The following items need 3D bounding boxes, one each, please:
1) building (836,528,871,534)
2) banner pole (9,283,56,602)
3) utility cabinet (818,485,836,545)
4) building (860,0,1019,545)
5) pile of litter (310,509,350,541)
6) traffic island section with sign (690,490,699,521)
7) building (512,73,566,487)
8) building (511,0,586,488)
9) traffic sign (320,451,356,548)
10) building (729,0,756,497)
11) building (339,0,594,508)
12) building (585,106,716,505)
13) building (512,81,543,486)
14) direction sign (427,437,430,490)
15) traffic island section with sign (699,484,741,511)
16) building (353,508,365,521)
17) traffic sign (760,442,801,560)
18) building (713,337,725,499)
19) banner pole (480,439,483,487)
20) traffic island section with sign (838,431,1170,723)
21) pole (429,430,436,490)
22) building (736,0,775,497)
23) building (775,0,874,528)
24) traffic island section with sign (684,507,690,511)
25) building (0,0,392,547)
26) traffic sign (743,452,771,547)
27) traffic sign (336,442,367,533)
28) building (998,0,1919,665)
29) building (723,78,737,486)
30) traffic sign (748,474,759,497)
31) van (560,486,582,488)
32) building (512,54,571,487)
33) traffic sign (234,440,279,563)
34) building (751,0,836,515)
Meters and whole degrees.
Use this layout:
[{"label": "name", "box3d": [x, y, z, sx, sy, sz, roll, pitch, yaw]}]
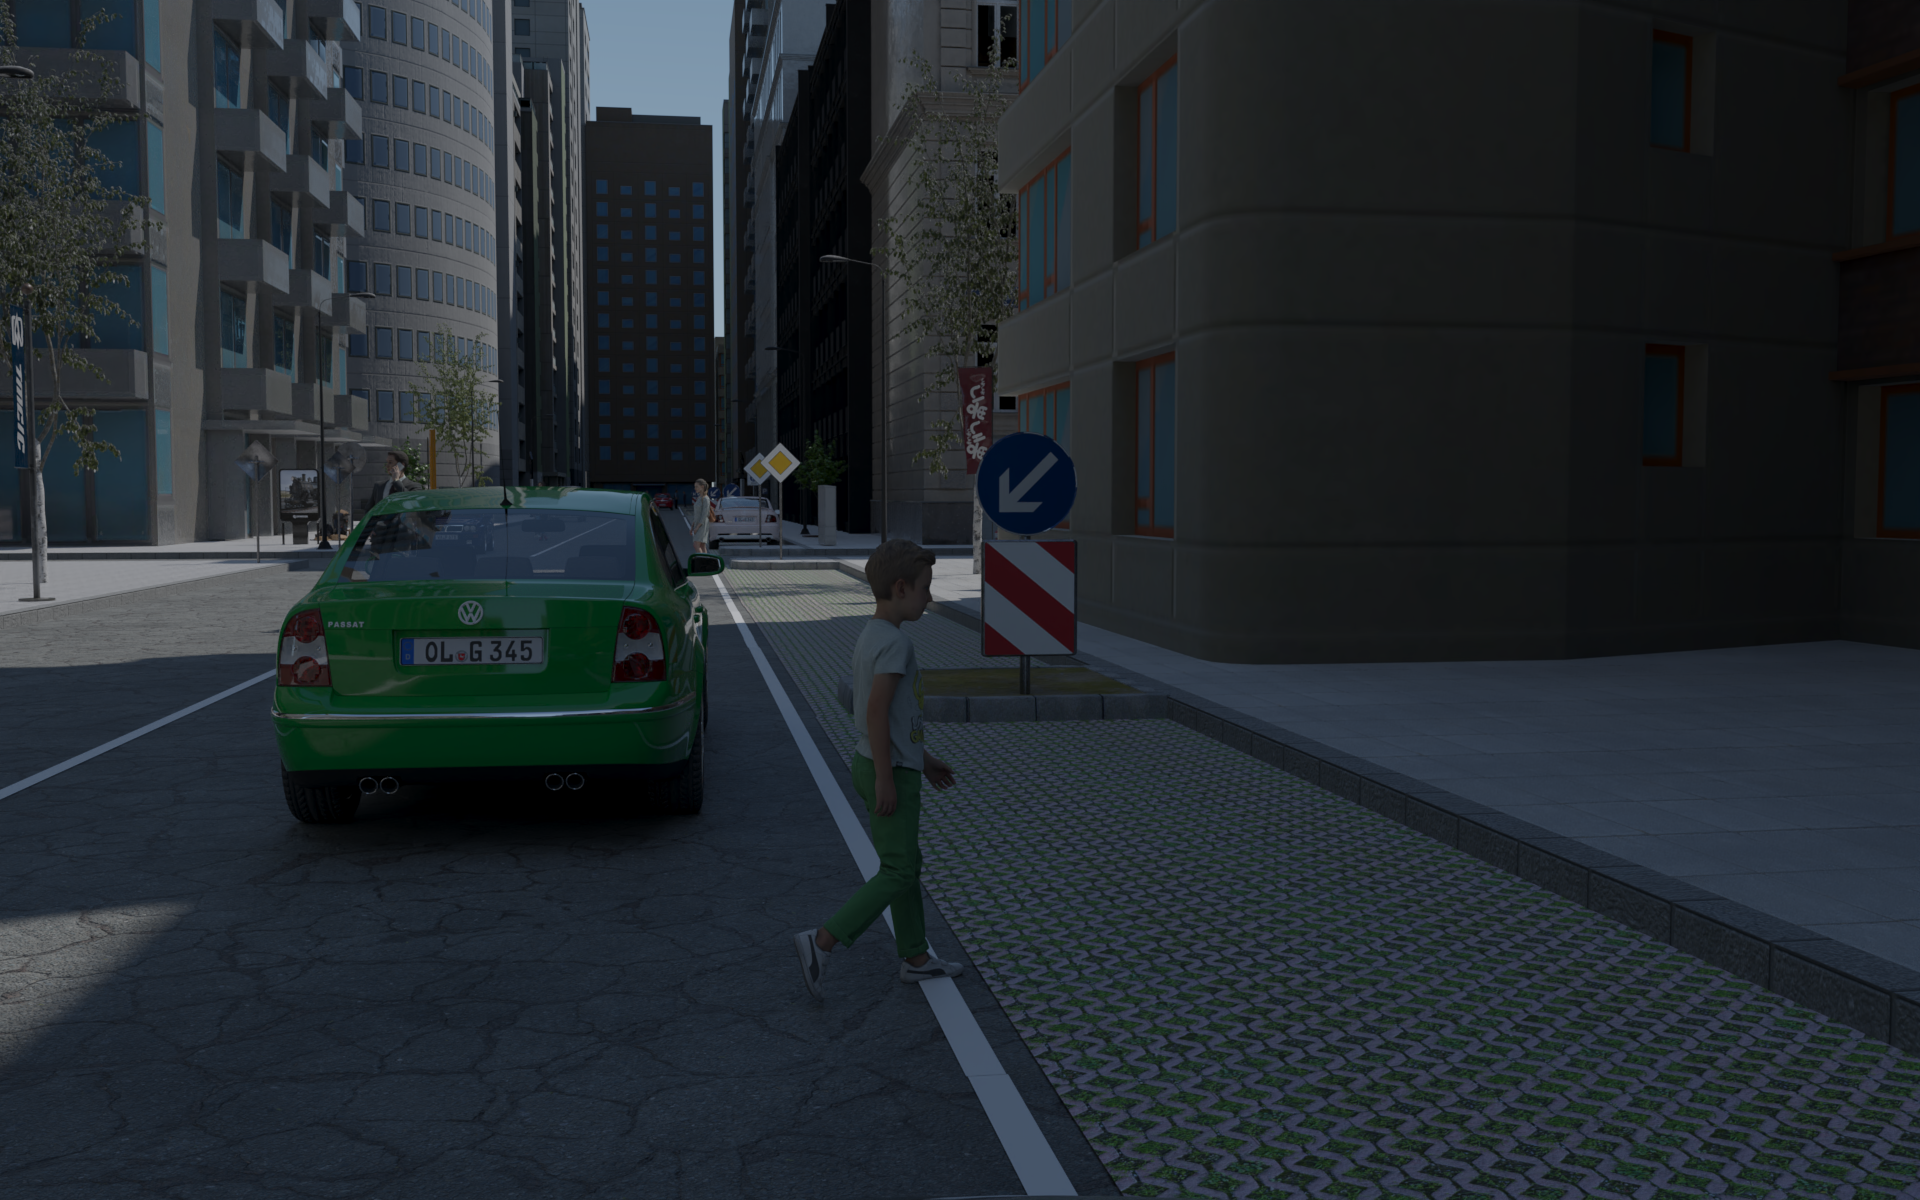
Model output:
[{"label": "building", "box3d": [1.208, -14.316, 63.751, 12.332, 23.373, 15.834, -1, 4, -9]}, {"label": "banner pole", "box3d": [-11.048, -1.863, 20.476, 0.401, 3.779, 0.863, -1, 4, -11]}, {"label": "utility cabinet", "box3d": [-3.314, -2.120, 43.336, 0.318, 1.500, 1.173, -1, 4, -12]}, {"label": "building", "box3d": [10.081, -15.469, 50.186, 25.104, 27.353, 12.463, -1, 4, -9]}, {"label": "pile of litter", "box3d": [-17.107, -2.084, 48.032, 1.719, 0.858, 1.176, -1, 4, -11]}, {"label": "traffic island section with sign", "box3d": [-13.339, -5.169, 93.141, 1.989, 1.847, 2.006, -1, 4, -9]}, {"label": "building", "box3d": [-48.140, -27.211, 136.781, 32.217, 40.220, 23.993, -1, 4, -9]}, {"label": "building", "box3d": [-49.248, -45.068, 175.107, 20.611, 71.187, 20.563, -1, 4, -9]}, {"label": "traffic sign", "box3d": [-14.376, -2.229, 40.083, 0.795, 2.450, 0.064, -1, 4, -9]}, {"label": "building", "box3d": [-13.420, -30.930, 155.815, 14.600, 45.320, 14.200, -1, 4, -9]}, {"label": "building", "box3d": [-58.046, -40.566, 205.259, 28.212, 58.520, 21.231, -1, 4, -9]}, {"label": "building", "box3d": [-36.338, -33.901, 204.387, 14.200, 45.320, 14.600, -1, 4, -9]}, {"label": "building", "box3d": [-36.752, -21.284, 119.690, 14.160, 30.474, 14.107, -1, 4, -9]}, {"label": "direction sign", "box3d": [-21.288, -4.732, 69.372, 0.379, 3.537, 0.876, -1, 4, -16]}, {"label": "traffic island section with sign", "box3d": [-8.870, -3.531, 66.358, 1.989, 1.847, 2.006, -1, 4, -9]}, {"label": "building", "box3d": [-35.590, -33.569, 90.860, 21.231, 58.520, 28.212, -1, 4, -9]}, {"label": "traffic sign", "box3d": [-3.499, -1.843, 33.770, 0.795, 2.450, 0.064, -1, 4, -9]}, {"label": "building", "box3d": [-15.893, -22.680, 215.849, 28.899, 21.520, 27.650, -1, 4, -9]}, {"label": "banner pole", "box3d": [-21.816, -5.444, 79.020, 0.401, 3.779, 0.863, -1, 4, -19]}, {"label": "traffic island section with sign", "box3d": [0.199, -0.191, 11.755, 1.989, 1.847, 2.006, -1, 4, -9]}, {"label": "pole", "box3d": [-16.698, -3.734, 54.896, 0.158, 3.312, 0.155, 0, 3, 0]}, {"label": "building", "box3d": [-5.287, -31.489, 134.457, 23.786, 49.044, 30.456, -1, 4, -9]}, {"label": "building", "box3d": [-1.818, -15.298, 79.795, 12.332, 23.373, 15.834, -1, 4, -9]}, {"label": "traffic island section with sign", "box3d": [-21.527, -8.182, 142.399, 1.989, 1.847, 2.006, -1, 4, -9]}, {"label": "building", "box3d": [-31.166, -26.444, 51.976, 23.786, 49.044, 30.456, -1, 4, -9]}, {"label": "traffic sign", "box3d": [-4.809, -2.324, 41.647, 0.795, 2.450, 0.064, -1, 4, -9]}, {"label": "traffic sign", "box3d": [-14.840, -2.575, 42.211, 0.768, 2.556, 0.104, 0, 4, -3]}, {"label": "building", "box3d": [16.476, -10.037, 9.141, 27.650, 21.520, 28.899, -1, 4, -9]}, {"label": "building", "box3d": [-15.547, -29.750, 170.012, 14.154, 41.232, 14.086, -1, 4, -9]}, {"label": "traffic sign", "box3d": [-9.923, -4.969, 83.376, 0.606, 2.300, 0.079, 0, 4, -5]}, {"label": "van", "box3d": [-20.288, -5.053, 89.628, 2.013, 2.044, 4.112, -1, 4, -8]}, {"label": "building", "box3d": [-43.122, -28.945, 156.845, 14.154, 41.232, 14.086, -1, 4, -9]}, {"label": "traffic sign", "box3d": [-13.066, -1.747, 32.206, 0.795, 2.450, 0.064, -1, 4, -9]}, {"label": "building", "box3d": [-5.932, -19.848, 102.007, 11.434, 29.767, 29.804, -1, 4, -9]}]
